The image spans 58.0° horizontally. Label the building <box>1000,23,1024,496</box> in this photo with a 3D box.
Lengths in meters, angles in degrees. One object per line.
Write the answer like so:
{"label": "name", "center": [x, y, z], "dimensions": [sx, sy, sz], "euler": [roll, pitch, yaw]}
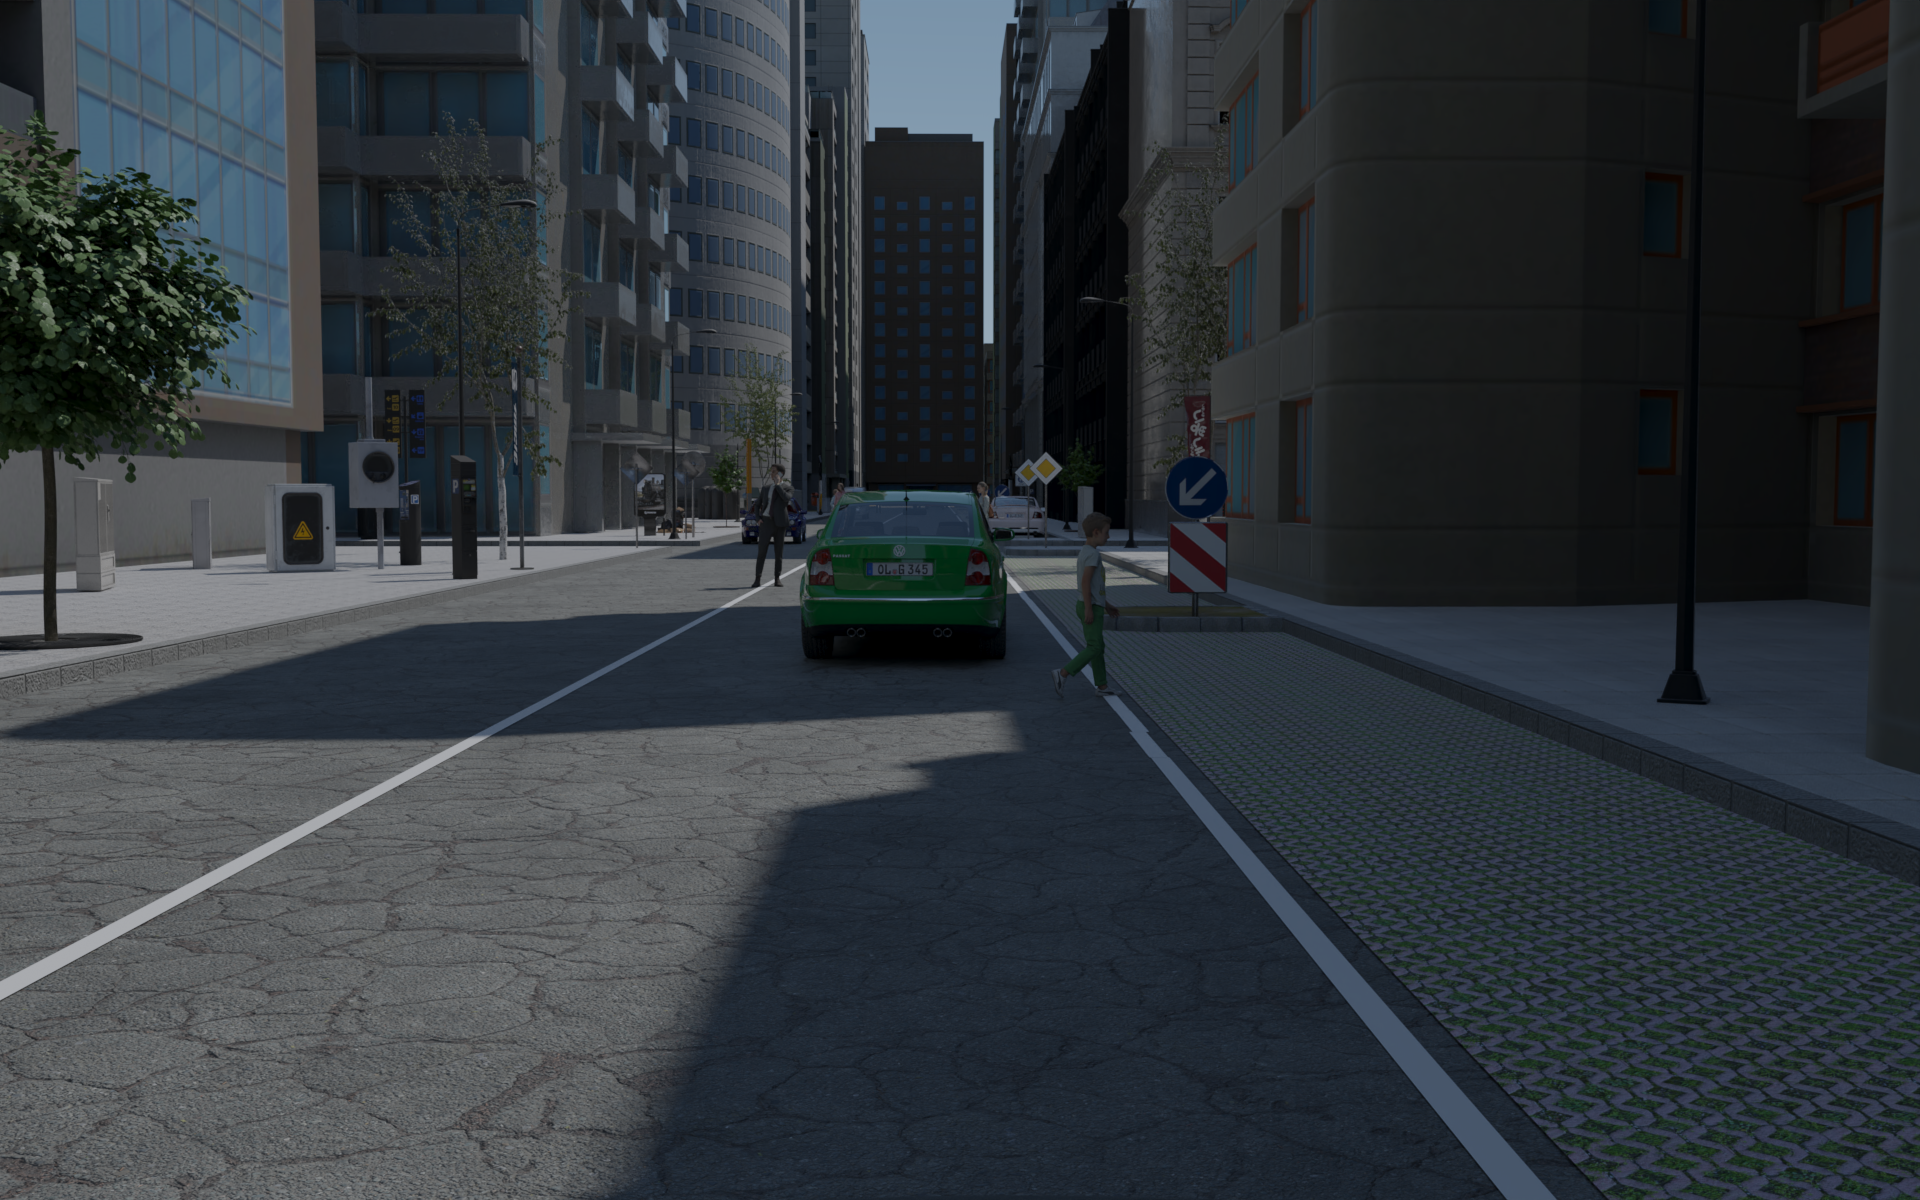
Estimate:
{"label": "building", "center": [10.959, -31.383, 163.229], "dimensions": [14.600, 45.320, 14.200], "euler": [0, 4, -1]}

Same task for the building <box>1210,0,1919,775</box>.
{"label": "building", "center": [18.133, -10.318, 13.736], "dimensions": [27.650, 21.520, 28.899], "euler": [0, 4, -1]}

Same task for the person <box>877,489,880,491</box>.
{"label": "person", "center": [-6.083, -7.373, 129.146], "dimensions": [1.348, 1.812, 0.705], "euler": [0, 4, 1]}

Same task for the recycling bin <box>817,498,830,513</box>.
{"label": "recycling bin", "center": [-9.263, -6.430, 117.682], "dimensions": [0.722, 1.027, 0.722], "euler": [1, 4, 17]}

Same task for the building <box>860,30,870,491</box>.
{"label": "building", "center": [-25.585, -41.398, 218.848], "dimensions": [28.212, 58.520, 21.231], "euler": [0, 4, -1]}

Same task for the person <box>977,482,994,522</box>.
{"label": "person", "center": [0.500, -1.778, 38.571], "dimensions": [0.522, 1.701, 0.512], "euler": [-1, 4, -21]}

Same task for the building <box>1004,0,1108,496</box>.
{"label": "building", "center": [15.773, -31.883, 140.887], "dimensions": [23.786, 49.044, 30.456], "euler": [0, 4, -1]}

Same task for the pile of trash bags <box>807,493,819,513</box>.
{"label": "pile of trash bags", "center": [-11.099, -6.742, 119.990], "dimensions": [3.447, 1.369, 1.912], "euler": [3, 4, 36]}

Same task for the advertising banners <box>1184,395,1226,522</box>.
{"label": "advertising banners", "center": [4.849, -2.085, 30.278], "dimensions": [2.074, 3.025, 0.090], "euler": [2, 4, 32]}

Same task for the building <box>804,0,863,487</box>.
{"label": "building", "center": [-21.407, -45.838, 187.709], "dimensions": [20.611, 71.187, 20.563], "euler": [0, 4, -1]}

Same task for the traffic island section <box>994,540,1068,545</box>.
{"label": "traffic island section", "center": [1.963, -1.645, 49.170], "dimensions": [2.009, 0.180, 2.903], "euler": [0, 4, -1]}

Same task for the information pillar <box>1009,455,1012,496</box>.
{"label": "information pillar", "center": [2.985, -6.815, 102.783], "dimensions": [0.183, 3.616, 0.504], "euler": [1, 4, 19]}

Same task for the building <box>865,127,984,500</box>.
{"label": "building", "center": [-4.321, -34.532, 214.707], "dimensions": [14.200, 45.320, 14.600], "euler": [0, 4, -1]}

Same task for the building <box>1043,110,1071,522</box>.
{"label": "building", "center": [10.786, -15.698, 86.340], "dimensions": [12.332, 23.373, 15.834], "euler": [0, 4, -1]}

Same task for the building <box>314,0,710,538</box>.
{"label": "building", "center": [-22.328, -27.135, 63.272], "dimensions": [23.786, 49.044, 30.456], "euler": [0, 4, -1]}

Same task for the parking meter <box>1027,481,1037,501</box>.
{"label": "parking meter", "center": [3.141, -4.292, 75.883], "dimensions": [0.399, 1.863, 0.255], "euler": [1, 4, 16]}

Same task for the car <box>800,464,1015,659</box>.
{"label": "car", "center": [-0.451, -0.467, 16.433], "dimensions": [1.959, 1.807, 4.718], "euler": [0, 4, 1]}

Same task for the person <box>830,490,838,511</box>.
{"label": "person", "center": [-4.717, -3.386, 65.672], "dimensions": [0.330, 1.601, 0.589], "euler": [1, 4, 23]}

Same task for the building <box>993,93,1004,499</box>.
{"label": "building", "center": [10.993, -30.214, 177.586], "dimensions": [14.154, 41.232, 14.086], "euler": [0, 4, -1]}

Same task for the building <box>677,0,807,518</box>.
{"label": "building", "center": [-20.754, -34.274, 102.373], "dimensions": [21.231, 58.520, 28.212], "euler": [0, 4, -1]}

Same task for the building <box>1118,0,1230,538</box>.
{"label": "building", "center": [18.070, -15.780, 55.272], "dimensions": [25.104, 27.353, 12.463], "euler": [0, 4, -1]}

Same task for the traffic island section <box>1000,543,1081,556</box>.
{"label": "traffic island section", "center": [2.062, -1.156, 41.186], "dimensions": [2.009, 0.180, 2.903], "euler": [0, 4, -1]}

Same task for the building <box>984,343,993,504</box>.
{"label": "building", "center": [17.518, -23.114, 222.953], "dimensions": [28.899, 21.520, 27.650], "euler": [0, 4, -1]}

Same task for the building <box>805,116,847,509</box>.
{"label": "building", "center": [-26.273, -27.999, 149.668], "dimensions": [32.217, 40.220, 23.993], "euler": [0, 4, -1]}

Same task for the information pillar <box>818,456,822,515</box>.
{"label": "information pillar", "center": [-8.500, -6.978, 105.451], "dimensions": [0.183, 3.616, 0.504], "euler": [-1, 4, -16]}

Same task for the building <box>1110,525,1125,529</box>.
{"label": "building", "center": [11.340, -14.700, 70.024], "dimensions": [12.332, 23.373, 15.834], "euler": [0, 4, -1]}

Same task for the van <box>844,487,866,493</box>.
{"label": "van", "center": [-6.079, -5.618, 98.861], "dimensions": [2.013, 2.044, 4.112], "euler": [0, 4, 0]}

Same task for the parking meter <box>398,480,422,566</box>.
{"label": "parking meter", "center": [-9.908, -1.394, 31.207], "dimensions": [0.372, 1.533, 0.369], "euler": [0, 3, 0]}

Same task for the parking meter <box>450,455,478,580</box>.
{"label": "parking meter", "center": [-7.473, -1.248, 26.113], "dimensions": [0.255, 1.863, 0.399], "euler": [-3, 5, -42]}

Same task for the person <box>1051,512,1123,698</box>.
{"label": "person", "center": [0.890, 0.037, 12.151], "dimensions": [0.590, 1.304, 0.306], "euler": [-2, 4, -25]}

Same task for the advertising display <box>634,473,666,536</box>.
{"label": "advertising display", "center": [-9.543, -2.941, 53.302], "dimensions": [0.974, 1.923, 0.123], "euler": [0, 4, 1]}

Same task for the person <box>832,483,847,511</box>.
{"label": "person", "center": [-4.287, -3.265, 61.888], "dimensions": [0.555, 1.821, 0.388], "euler": [0, 4, 4]}

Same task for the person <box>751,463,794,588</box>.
{"label": "person", "center": [-2.884, -1.152, 26.703], "dimensions": [0.648, 1.900, 0.474], "euler": [0, 4, 1]}

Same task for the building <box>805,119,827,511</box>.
{"label": "building", "center": [-17.657, -21.979, 131.056], "dimensions": [14.160, 30.474, 14.107], "euler": [0, 4, -1]}

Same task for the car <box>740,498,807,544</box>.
{"label": "car", "center": [-5.444, -2.343, 50.891], "dimensions": [1.945, 1.354, 3.894], "euler": [0, 4, -2]}

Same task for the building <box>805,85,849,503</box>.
{"label": "building", "center": [-18.263, -29.673, 168.741], "dimensions": [14.154, 41.232, 14.086], "euler": [0, 4, -1]}

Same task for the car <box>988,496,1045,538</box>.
{"label": "car", "center": [1.670, -2.526, 53.661], "dimensions": [2.083, 1.381, 4.827], "euler": [0, 4, 1]}

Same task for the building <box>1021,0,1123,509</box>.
{"label": "building", "center": [10.120, -20.271, 108.916], "dimensions": [11.434, 29.767, 29.804], "euler": [0, 4, -1]}

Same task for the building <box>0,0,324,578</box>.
{"label": "building", "center": [-21.462, -23.304, 31.127], "dimensions": [14.200, 45.320, 14.600], "euler": [0, 4, -1]}
